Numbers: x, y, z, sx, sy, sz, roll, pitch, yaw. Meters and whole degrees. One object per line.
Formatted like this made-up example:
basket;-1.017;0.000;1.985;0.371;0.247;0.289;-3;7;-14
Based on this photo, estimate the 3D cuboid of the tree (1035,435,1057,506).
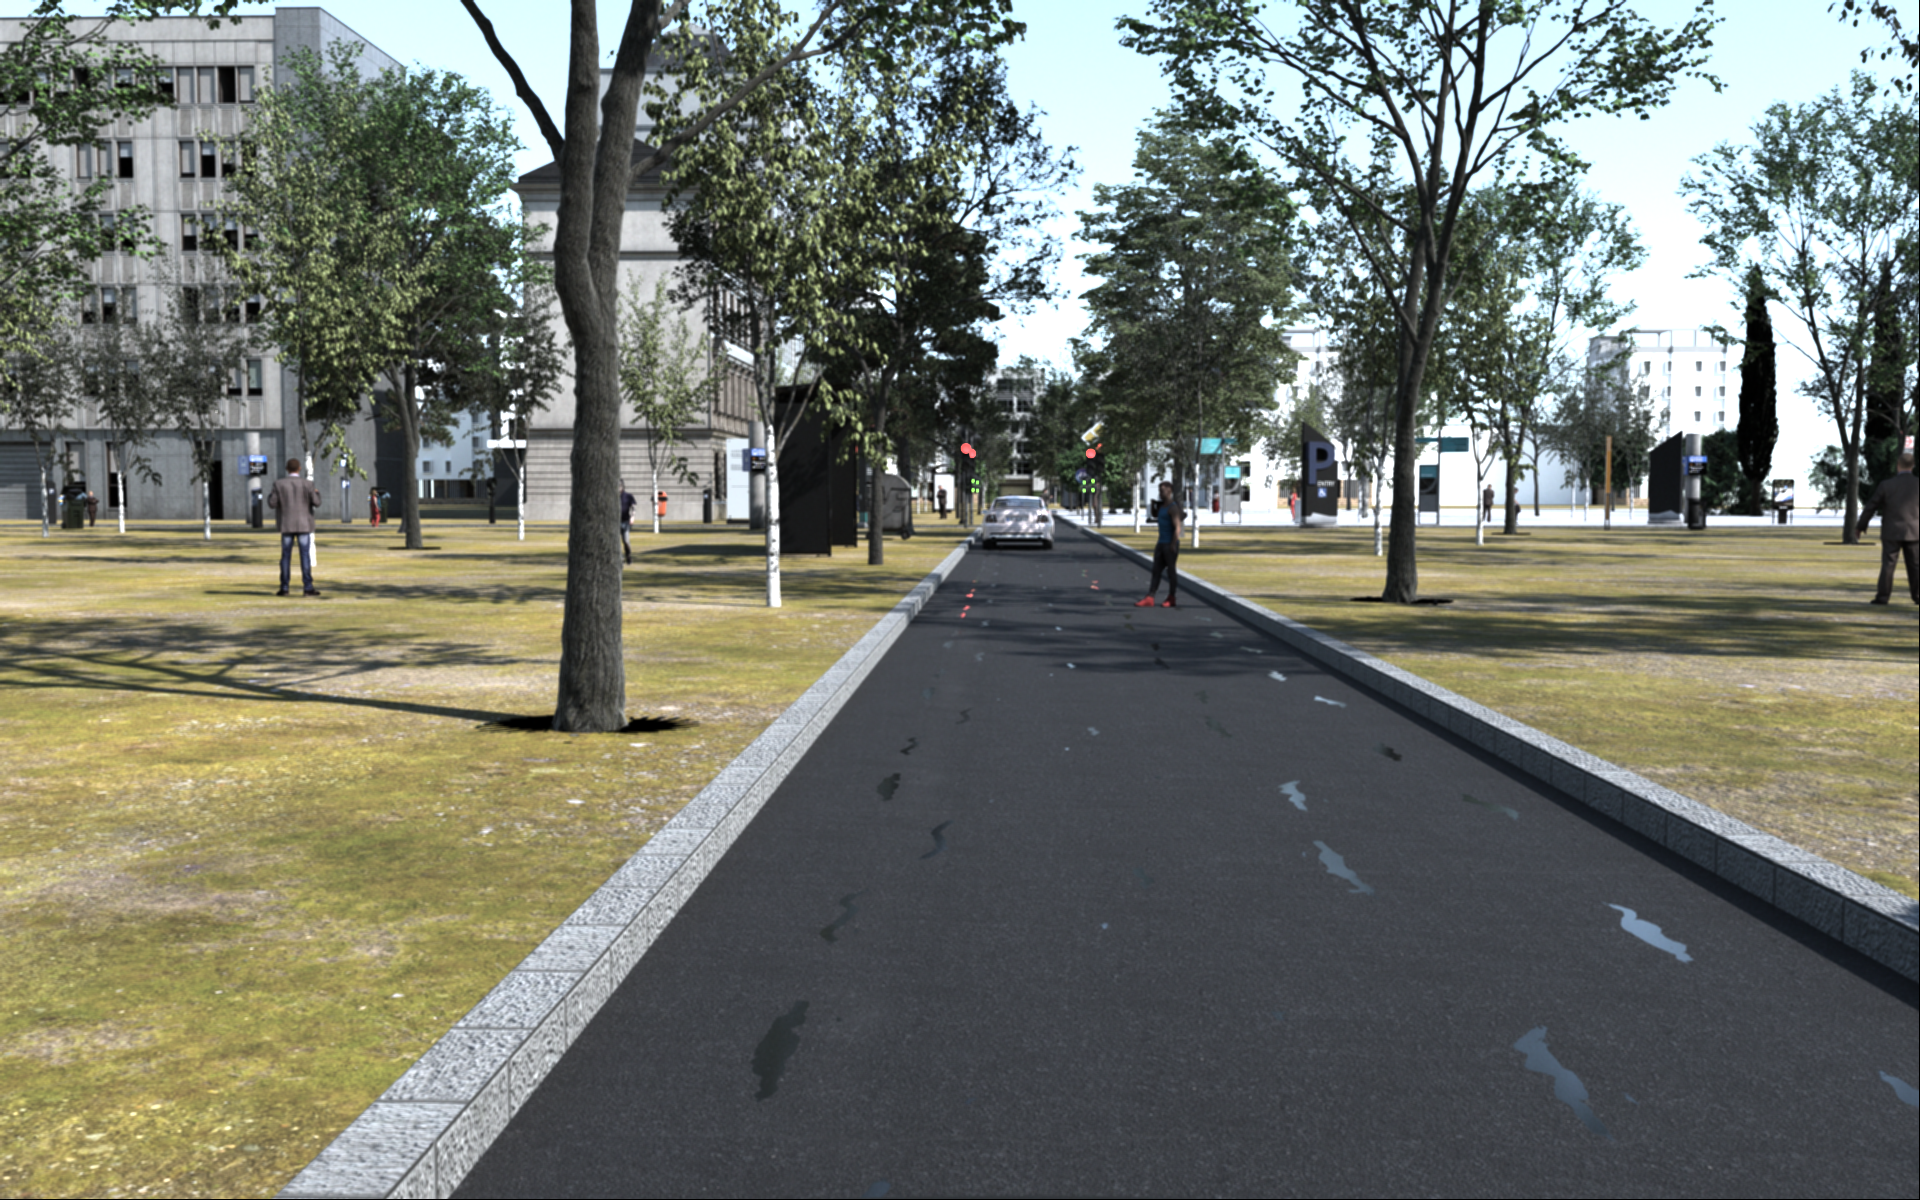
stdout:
tree;10.003;-14.371;185.320;4.360;8.622;3.978;0;3;0

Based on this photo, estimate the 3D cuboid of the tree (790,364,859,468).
tree;-8.033;-8.815;94.481;4.360;8.622;3.978;0;3;0

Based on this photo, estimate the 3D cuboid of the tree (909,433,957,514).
tree;-2.484;-10.689;125.125;4.360;8.622;3.978;0;3;0

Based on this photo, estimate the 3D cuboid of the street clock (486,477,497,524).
street clock;-20.231;-4.300;74.874;0.358;2.002;0.471;1;4;18

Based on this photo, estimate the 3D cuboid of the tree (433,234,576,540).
tree;-12.417;-5.997;48.418;4.360;8.622;3.978;0;3;0

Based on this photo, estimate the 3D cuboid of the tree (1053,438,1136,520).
tree;7.201;-6.321;87.058;4.285;4.588;4.351;0;3;0

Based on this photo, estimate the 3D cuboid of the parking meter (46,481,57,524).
parking meter;-38.723;-4.162;73.767;0.255;1.863;0.399;3;4;37

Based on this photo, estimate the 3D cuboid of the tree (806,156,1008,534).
tree;-1.785;-8.125;54.905;6.751;12.117;7.091;0;3;0

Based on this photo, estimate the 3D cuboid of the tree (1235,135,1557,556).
tree;8.952;-5.242;36.068;4.737;8.622;4.395;0;3;0

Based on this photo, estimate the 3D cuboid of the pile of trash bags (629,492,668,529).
pile of trash bags;-12.510;-3.312;63.901;3.447;1.369;1.912;0;4;-6

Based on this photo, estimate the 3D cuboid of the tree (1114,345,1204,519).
tree;8.795;-7.978;80.810;4.737;8.622;4.395;0;3;0

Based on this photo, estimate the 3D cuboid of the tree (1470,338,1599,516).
tree;33.070;-10.126;99.973;7.601;10.594;8.767;1;4;12

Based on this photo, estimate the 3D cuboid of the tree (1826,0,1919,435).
tree;8.626;-3.788;12.304;4.360;8.622;3.978;0;3;0

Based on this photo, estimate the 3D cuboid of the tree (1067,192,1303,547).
tree;5.464;-5.588;41.722;4.360;8.622;3.978;0;3;0

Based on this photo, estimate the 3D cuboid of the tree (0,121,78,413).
tree;-18.694;-4.999;32.095;4.737;8.622;4.395;0;3;0

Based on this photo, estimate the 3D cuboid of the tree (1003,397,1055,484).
tree;9.928;-15.491;171.411;7.486;12.596;7.792;0;3;0

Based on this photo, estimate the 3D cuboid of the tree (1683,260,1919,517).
tree;50.693;-12.063;99.057;18.604;14.587;13.155;1;4;23

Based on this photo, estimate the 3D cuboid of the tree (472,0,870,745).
tree;-1.905;-5.092;9.016;9.928;11.665;9.643;0;3;0

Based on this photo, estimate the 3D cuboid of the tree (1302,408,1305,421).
tree;20.938;-10.099;115.485;4.360;8.622;3.978;0;3;0

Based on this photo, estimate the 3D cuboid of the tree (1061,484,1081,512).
tree;8.199;-7.794;122.030;1.663;3.219;1.824;0;3;0

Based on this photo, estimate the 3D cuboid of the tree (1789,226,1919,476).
tree;31.337;-7.501;57.050;7.601;10.594;8.767;0;4;3

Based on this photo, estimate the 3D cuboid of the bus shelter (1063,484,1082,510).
bus shelter;9.170;-8.963;140.464;2.014;3.302;5.546;0;4;2

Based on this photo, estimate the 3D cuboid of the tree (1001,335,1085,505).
tree;11.615;-21.363;205.177;12.611;20.169;13.585;0;3;0

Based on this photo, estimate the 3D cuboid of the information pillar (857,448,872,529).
information pillar;-3.369;-4.608;64.712;0.750;3.857;0.750;-2;4;-26

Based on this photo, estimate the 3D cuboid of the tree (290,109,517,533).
tree;-17.812;-9.118;56.509;7.806;13.903;7.818;0;3;0

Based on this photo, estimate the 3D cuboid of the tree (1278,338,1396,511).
tree;30.376;-13.717;134.643;12.009;13.543;11.850;0;3;0

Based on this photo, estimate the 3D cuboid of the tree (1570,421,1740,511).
tree;51.457;-10.088;127.840;11.467;7.101;20.602;-2;4;-26

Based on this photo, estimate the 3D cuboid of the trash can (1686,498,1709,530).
trash can;26.375;-3.078;61.976;0.748;1.137;0.748;0;3;0

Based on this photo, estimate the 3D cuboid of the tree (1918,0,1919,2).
tree;20.152;-10.664;30.251;12.611;20.169;13.585;0;3;0

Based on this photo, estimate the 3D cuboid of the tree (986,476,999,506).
tree;3.137;-11.412;181.190;1.663;3.219;1.824;0;3;0

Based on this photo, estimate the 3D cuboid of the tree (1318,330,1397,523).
tree;17.932;-7.760;77.234;4.360;8.622;3.978;0;3;0

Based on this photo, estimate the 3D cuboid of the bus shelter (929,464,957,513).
bus shelter;-1.044;-7.694;119.722;2.014;3.302;5.546;0;4;2

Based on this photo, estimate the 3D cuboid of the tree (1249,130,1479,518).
tree;20.044;-14.428;91.794;12.611;20.169;13.585;0;3;0

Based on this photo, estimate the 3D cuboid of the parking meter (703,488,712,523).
parking meter;-11.124;-4.150;76.260;0.372;1.533;0.369;0;3;0

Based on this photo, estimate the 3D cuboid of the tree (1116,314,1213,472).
tree;14.142;-13.158;122.564;7.806;13.903;7.818;0;3;0

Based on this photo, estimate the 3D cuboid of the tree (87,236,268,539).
tree;-21.467;-6.006;48.568;4.360;8.622;3.978;0;3;0

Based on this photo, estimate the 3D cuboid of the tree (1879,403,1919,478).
tree;56.081;-7.344;82.974;20.602;7.101;11.467;1;4;13

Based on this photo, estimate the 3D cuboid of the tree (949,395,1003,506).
tree;2.054;-16.786;192.580;7.486;12.596;7.792;0;3;0

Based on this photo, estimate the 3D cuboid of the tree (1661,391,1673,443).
tree;33.313;-8.280;85.735;4.360;8.622;3.978;0;3;0

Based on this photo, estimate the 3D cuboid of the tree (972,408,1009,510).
tree;2.086;-12.137;148.805;4.360;8.622;3.978;0;3;0

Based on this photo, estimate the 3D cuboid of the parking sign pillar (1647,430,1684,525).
parking sign pillar;29.931;-5.193;73.384;1.447;3.967;1.447;3;4;38

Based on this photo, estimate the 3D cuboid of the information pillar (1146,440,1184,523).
information pillar;8.977;-5.167;75.789;1.656;3.620;0.184;0;4;1

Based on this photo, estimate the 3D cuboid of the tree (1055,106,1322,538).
tree;6.817;-8.109;50.713;7.486;12.596;7.792;0;3;0

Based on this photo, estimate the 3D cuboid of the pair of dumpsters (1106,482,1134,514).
pair of dumpsters;10.375;-6.718;112.334;1.574;2.255;4.436;0;4;2

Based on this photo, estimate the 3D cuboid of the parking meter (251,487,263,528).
parking meter;-26.776;-3.520;65.962;0.372;1.533;0.369;0;3;0

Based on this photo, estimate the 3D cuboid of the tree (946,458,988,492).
tree;0.502;-9.021;131.199;4.285;4.588;4.351;0;3;0

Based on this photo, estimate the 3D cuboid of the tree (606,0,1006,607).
tree;-1.934;-4.218;19.333;4.737;8.622;4.395;0;3;0

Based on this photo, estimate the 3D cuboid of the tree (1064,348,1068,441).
tree;5.660;-6.552;57.488;4.360;8.622;3.978;0;3;0

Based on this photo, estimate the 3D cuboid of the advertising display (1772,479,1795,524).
advertising display;35.053;-4.194;73.778;0.974;1.923;0.123;-1;4;-10

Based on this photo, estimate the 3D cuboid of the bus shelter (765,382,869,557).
bus shelter;-3.065;-2.892;38.572;1.731;3.624;6.357;0;4;2

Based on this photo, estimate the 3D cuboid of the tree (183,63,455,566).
tree;-11.348;-4.913;30.695;4.737;8.622;4.395;0;3;0

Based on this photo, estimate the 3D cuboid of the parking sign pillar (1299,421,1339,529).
parking sign pillar;13.378;-4.644;64.397;1.447;3.967;1.447;-1;4;-15

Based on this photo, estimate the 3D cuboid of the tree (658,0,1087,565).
tree;-1.645;-5.892;30.751;8.767;10.594;7.601;1;4;16

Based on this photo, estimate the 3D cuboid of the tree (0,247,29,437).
tree;-27.068;-6.139;50.735;4.360;8.622;3.978;0;3;0

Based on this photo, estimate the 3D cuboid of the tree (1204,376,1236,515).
tree;16.270;-9.450;104.864;4.737;8.622;4.395;0;3;0

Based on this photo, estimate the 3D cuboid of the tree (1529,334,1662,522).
tree;29.531;-7.977;80.792;4.360;8.622;3.978;0;3;0

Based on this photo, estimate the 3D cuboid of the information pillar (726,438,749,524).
information pillar;-9.064;-5.017;73.340;1.656;3.620;0.184;0;4;-8
